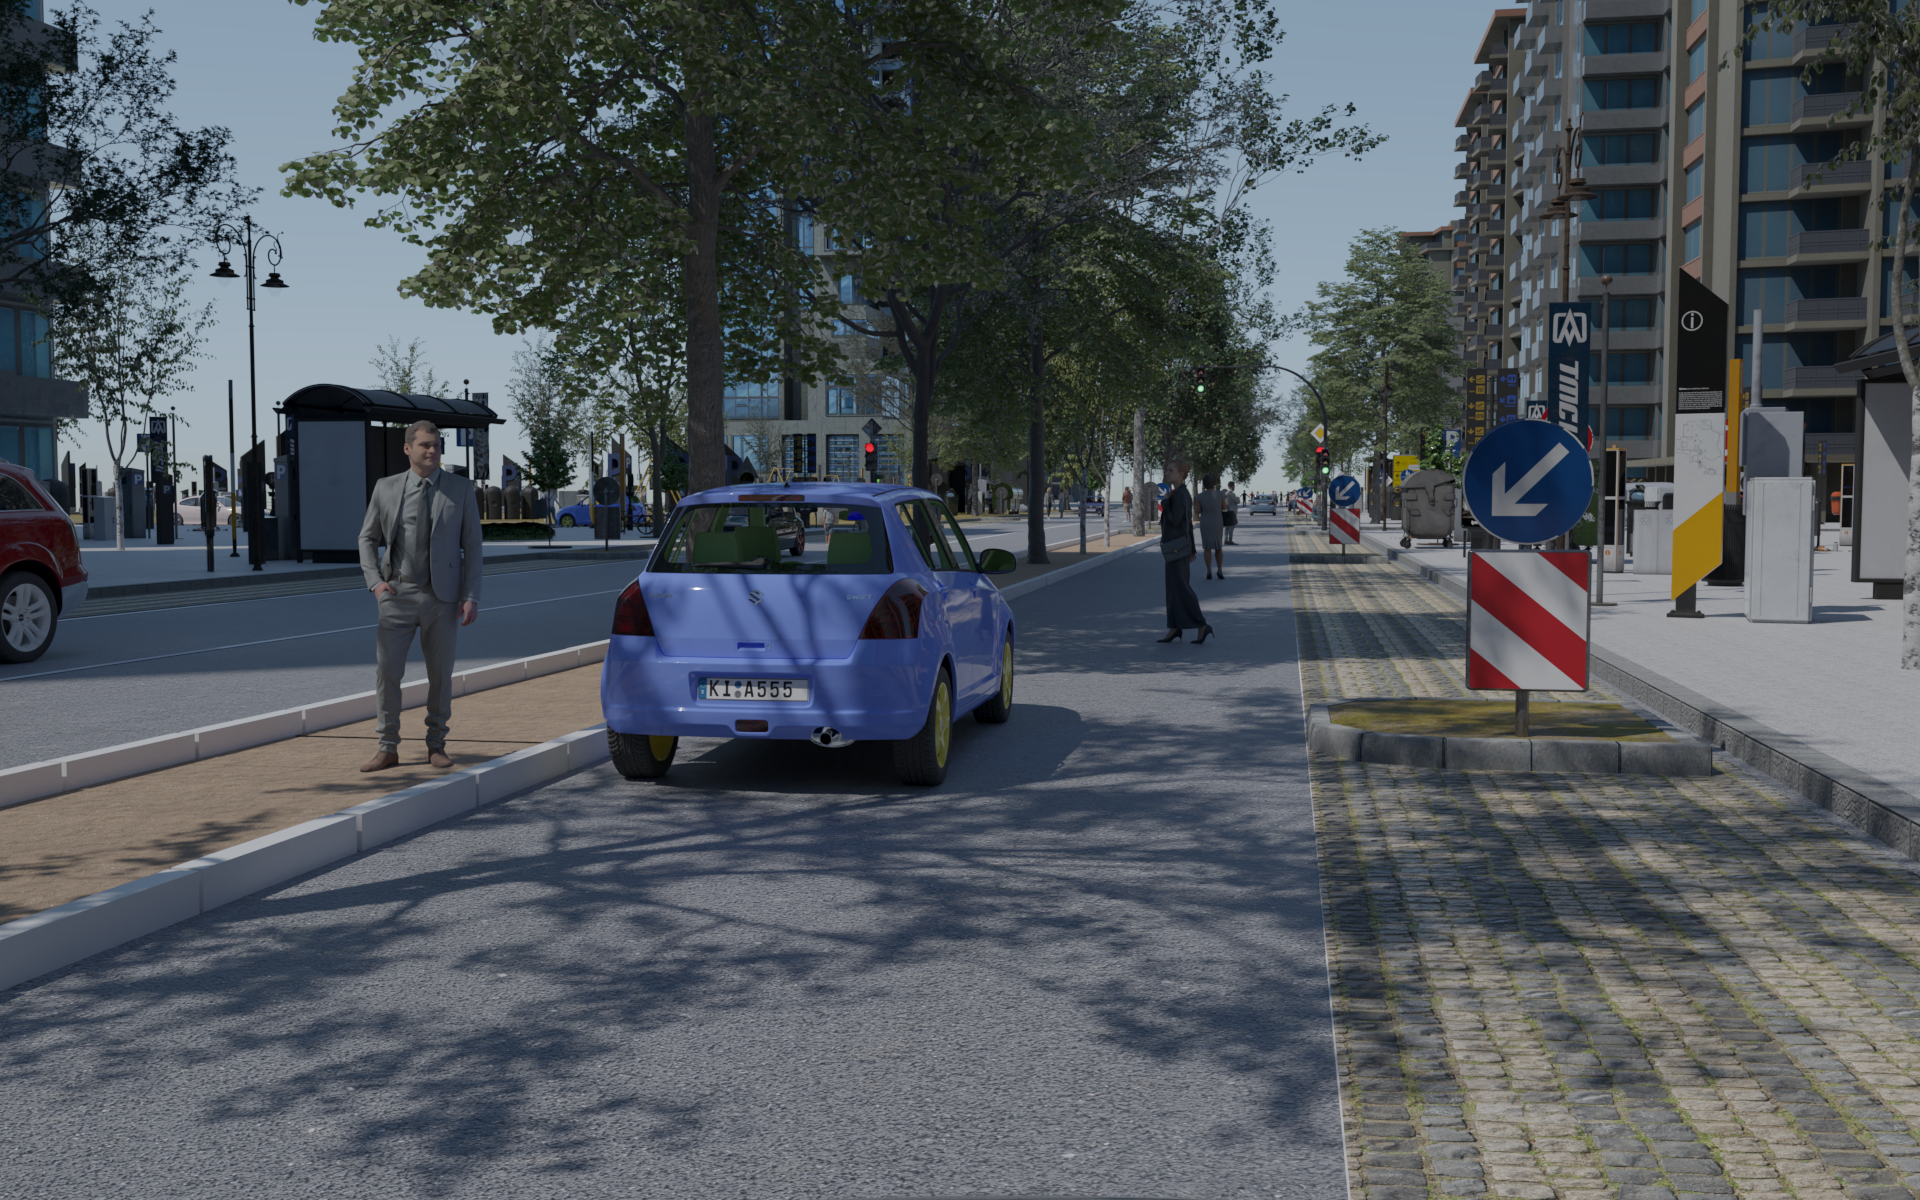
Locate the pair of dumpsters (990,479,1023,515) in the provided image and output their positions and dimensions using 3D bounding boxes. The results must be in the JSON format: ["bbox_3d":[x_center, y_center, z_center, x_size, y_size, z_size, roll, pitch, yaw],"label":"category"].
[{"bbox_3d":[2.905,-6.493,108.646,1.574,2.255,4.437,1,4,10],"label":"pair of dumpsters"}]

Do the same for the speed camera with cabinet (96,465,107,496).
[{"bbox_3d":[-58.834,-7.624,118.988,0.660,3.252,2.038,1,4,22],"label":"speed camera with cabinet"}]

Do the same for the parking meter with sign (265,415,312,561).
[{"bbox_3d":[-13.041,-2.301,33.890,0.543,3.016,1.738,2,4,27],"label":"parking meter with sign"}]

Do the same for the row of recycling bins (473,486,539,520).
[{"bbox_3d":[-22.937,-4.886,86.994,3.534,1.692,1.069,-2,4,-26],"label":"row of recycling bins"}]

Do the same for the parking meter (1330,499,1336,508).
[{"bbox_3d":[23.267,-6.263,108.110,0.399,1.863,0.255,1,4,19],"label":"parking meter"}]

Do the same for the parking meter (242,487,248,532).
[{"bbox_3d":[-24.152,-3.080,58.770,0.372,1.533,0.369,0,3,0],"label":"parking meter"}]

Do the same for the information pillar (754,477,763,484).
[{"bbox_3d":[-8.534,-4.216,73.423,0.304,2.012,0.304,3,5,44],"label":"information pillar"}]

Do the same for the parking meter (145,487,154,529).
[{"bbox_3d":[-29.781,-3.371,63.532,0.372,1.533,0.369,0,3,0],"label":"parking meter"}]

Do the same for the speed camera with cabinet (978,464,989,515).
[{"bbox_3d":[1.331,-6.990,108.623,0.660,3.252,2.038,1,4,13],"label":"speed camera with cabinet"}]

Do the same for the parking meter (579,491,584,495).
[{"bbox_3d":[-27.724,-7.246,126.876,0.372,1.533,0.369,0,3,0],"label":"parking meter"}]

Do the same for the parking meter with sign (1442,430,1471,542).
[{"bbox_3d":[13.549,-3.059,46.272,0.543,3.016,1.738,-1,4,-15],"label":"parking meter with sign"}]

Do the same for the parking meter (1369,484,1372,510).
[{"bbox_3d":[22.909,-5.529,96.117,0.399,1.863,0.255,1,4,13],"label":"parking meter"}]

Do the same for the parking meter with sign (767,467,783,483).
[{"bbox_3d":[-12.307,-7.178,113.614,0.543,3.016,1.738,-3,5,-42],"label":"parking meter with sign"}]

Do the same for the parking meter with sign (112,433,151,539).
[{"bbox_3d":[-24.045,-3.309,50.355,1.738,3.016,0.543,3,4,36],"label":"parking meter with sign"}]

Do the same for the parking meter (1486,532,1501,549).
[{"bbox_3d":[11.333,-1.905,36.866,0.399,1.863,0.255,2,4,32],"label":"parking meter"}]

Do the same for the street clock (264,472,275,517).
[{"bbox_3d":[-22.221,-3.148,56.045,0.358,2.002,0.471,2,4,34],"label":"street clock"}]

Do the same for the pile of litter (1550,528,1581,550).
[{"bbox_3d":[10.085,-0.970,29.823,1.719,0.858,1.176,-3,4,-38],"label":"pile of litter"}]

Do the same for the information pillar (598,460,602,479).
[{"bbox_3d":[-23.680,-7.397,112.291,0.504,3.616,0.183,-1,4,-15],"label":"information pillar"}]

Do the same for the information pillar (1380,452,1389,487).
[{"bbox_3d":[23.181,-6.326,94.787,0.504,3.616,0.183,0,4,-2],"label":"information pillar"}]

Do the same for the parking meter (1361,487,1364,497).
[{"bbox_3d":[32.855,-8.312,141.617,0.255,1.863,0.399,1,4,11],"label":"parking meter"}]

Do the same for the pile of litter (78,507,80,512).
[{"bbox_3d":[-61.017,-6.572,121.416,1.176,0.858,1.719,2,4,35],"label":"pile of litter"}]

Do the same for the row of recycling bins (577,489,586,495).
[{"bbox_3d":[-33.137,-8.865,152.058,1.069,1.692,3.534,-1,4,-19],"label":"row of recycling bins"}]

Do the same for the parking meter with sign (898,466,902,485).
[{"bbox_3d":[-4.552,-6.849,108.246,1.738,3.016,0.543,1,4,12],"label":"parking meter with sign"}]

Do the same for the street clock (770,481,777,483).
[{"bbox_3d":[-10.223,-5.524,94.881,0.471,2.002,0.358,0,4,-2],"label":"street clock"}]

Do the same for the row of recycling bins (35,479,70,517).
[{"bbox_3d":[-24.534,-2.335,45.295,1.069,1.692,3.534,0,4,2],"label":"row of recycling bins"}]

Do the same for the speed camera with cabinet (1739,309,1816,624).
[{"bbox_3d":[8.489,-1.446,17.973,0.660,3.252,2.038,1,4,22],"label":"speed camera with cabinet"}]

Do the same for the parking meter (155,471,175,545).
[{"bbox_3d":[-20.242,-2.348,44.108,0.255,1.863,0.399,3,4,37],"label":"parking meter"}]

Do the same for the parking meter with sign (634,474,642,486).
[{"bbox_3d":[-27.939,-9.273,147.867,0.543,3.016,1.738,2,4,35],"label":"parking meter with sign"}]

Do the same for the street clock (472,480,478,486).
[{"bbox_3d":[-24.894,-5.149,88.760,0.358,2.002,0.471,0,4,5],"label":"street clock"}]

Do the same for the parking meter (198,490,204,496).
[{"bbox_3d":[-44.688,-5.732,102.123,0.372,1.533,0.369,0,3,0],"label":"parking meter"}]

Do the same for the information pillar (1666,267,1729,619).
[{"bbox_3d":[7.609,-1.620,17.845,0.504,3.616,0.183,2,4,32],"label":"information pillar"}]

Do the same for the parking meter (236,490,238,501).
[{"bbox_3d":[-40.179,-5.393,96.592,0.372,1.533,0.369,0,3,0],"label":"parking meter"}]

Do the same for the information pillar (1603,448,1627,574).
[{"bbox_3d":[10.566,-1.440,28.039,0.304,2.012,0.304,-3,5,-44],"label":"information pillar"}]

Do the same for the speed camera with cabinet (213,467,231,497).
[{"bbox_3d":[-55.350,-8.263,129.430,0.660,3.252,2.038,1,4,20],"label":"speed camera with cabinet"}]

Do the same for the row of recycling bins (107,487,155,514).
[{"bbox_3d":[-50.187,-5.972,104.757,1.069,1.692,3.534,1,4,13],"label":"row of recycling bins"}]

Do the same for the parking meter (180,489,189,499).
[{"bbox_3d":[-37.351,-4.590,83.454,0.372,1.533,0.369,0,3,0],"label":"parking meter"}]

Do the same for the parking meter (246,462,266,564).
[{"bbox_3d":[-12.898,-1.592,31.733,0.255,1.863,0.399,-1,4,-14],"label":"parking meter"}]

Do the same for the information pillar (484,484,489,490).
[{"bbox_3d":[-35.314,-7.624,129.149,0.304,2.012,0.304,-2,4,-28],"label":"information pillar"}]

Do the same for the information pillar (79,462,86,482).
[{"bbox_3d":[-63.410,-8.190,125.262,0.504,3.616,0.183,-3,4,-37],"label":"information pillar"}]

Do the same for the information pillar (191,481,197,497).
[{"bbox_3d":[-43.914,-5.802,99.349,0.304,2.012,0.304,-2,4,-24],"label":"information pillar"}]

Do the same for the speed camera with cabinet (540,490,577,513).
[{"bbox_3d":[-20.102,-5.651,86.725,0.660,3.252,2.038,2,4,30],"label":"speed camera with cabinet"}]

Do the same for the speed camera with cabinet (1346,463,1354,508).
[{"bbox_3d":[24.627,-7.063,109.818,0.660,3.252,2.038,1,4,18],"label":"speed camera with cabinet"}]

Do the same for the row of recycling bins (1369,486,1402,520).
[{"bbox_3d":[22.546,-5.177,91.758,1.069,1.692,3.534,0,4,-1],"label":"row of recycling bins"}]

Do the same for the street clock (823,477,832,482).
[{"bbox_3d":[-5.558,-4.162,72.617,0.358,2.002,0.471,-2,4,-24],"label":"street clock"}]

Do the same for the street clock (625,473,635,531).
[{"bbox_3d":[-11.614,-3.447,60.927,0.358,2.002,0.471,-1,4,-21],"label":"street clock"}]

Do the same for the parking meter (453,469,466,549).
[{"bbox_3d":[-11.723,-2.134,40.597,0.399,1.863,0.255,1,4,23],"label":"parking meter"}]

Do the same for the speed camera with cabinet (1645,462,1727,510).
[{"bbox_3d":[17.484,-2.884,41.482,2.038,3.252,0.660,-1,4,-10],"label":"speed camera with cabinet"}]

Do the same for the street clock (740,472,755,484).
[{"bbox_3d":[-7.011,-3.215,57.129,0.471,2.002,0.358,0,4,-4],"label":"street clock"}]

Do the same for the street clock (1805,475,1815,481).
[{"bbox_3d":[33.017,-3.846,67.460,0.471,2.002,0.358,-1,4,-16],"label":"street clock"}]

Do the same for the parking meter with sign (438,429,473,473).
[{"bbox_3d":[-12.924,-2.956,44.599,0.543,3.016,1.738,-2,4,-33],"label":"parking meter with sign"}]

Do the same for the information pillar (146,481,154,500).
[{"bbox_3d":[-45.593,-5.688,97.491,0.304,2.012,0.304,2,4,34],"label":"information pillar"}]

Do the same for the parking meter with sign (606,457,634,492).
[{"bbox_3d":[-16.393,-5.217,81.562,1.738,3.016,0.543,1,4,17],"label":"parking meter with sign"}]
